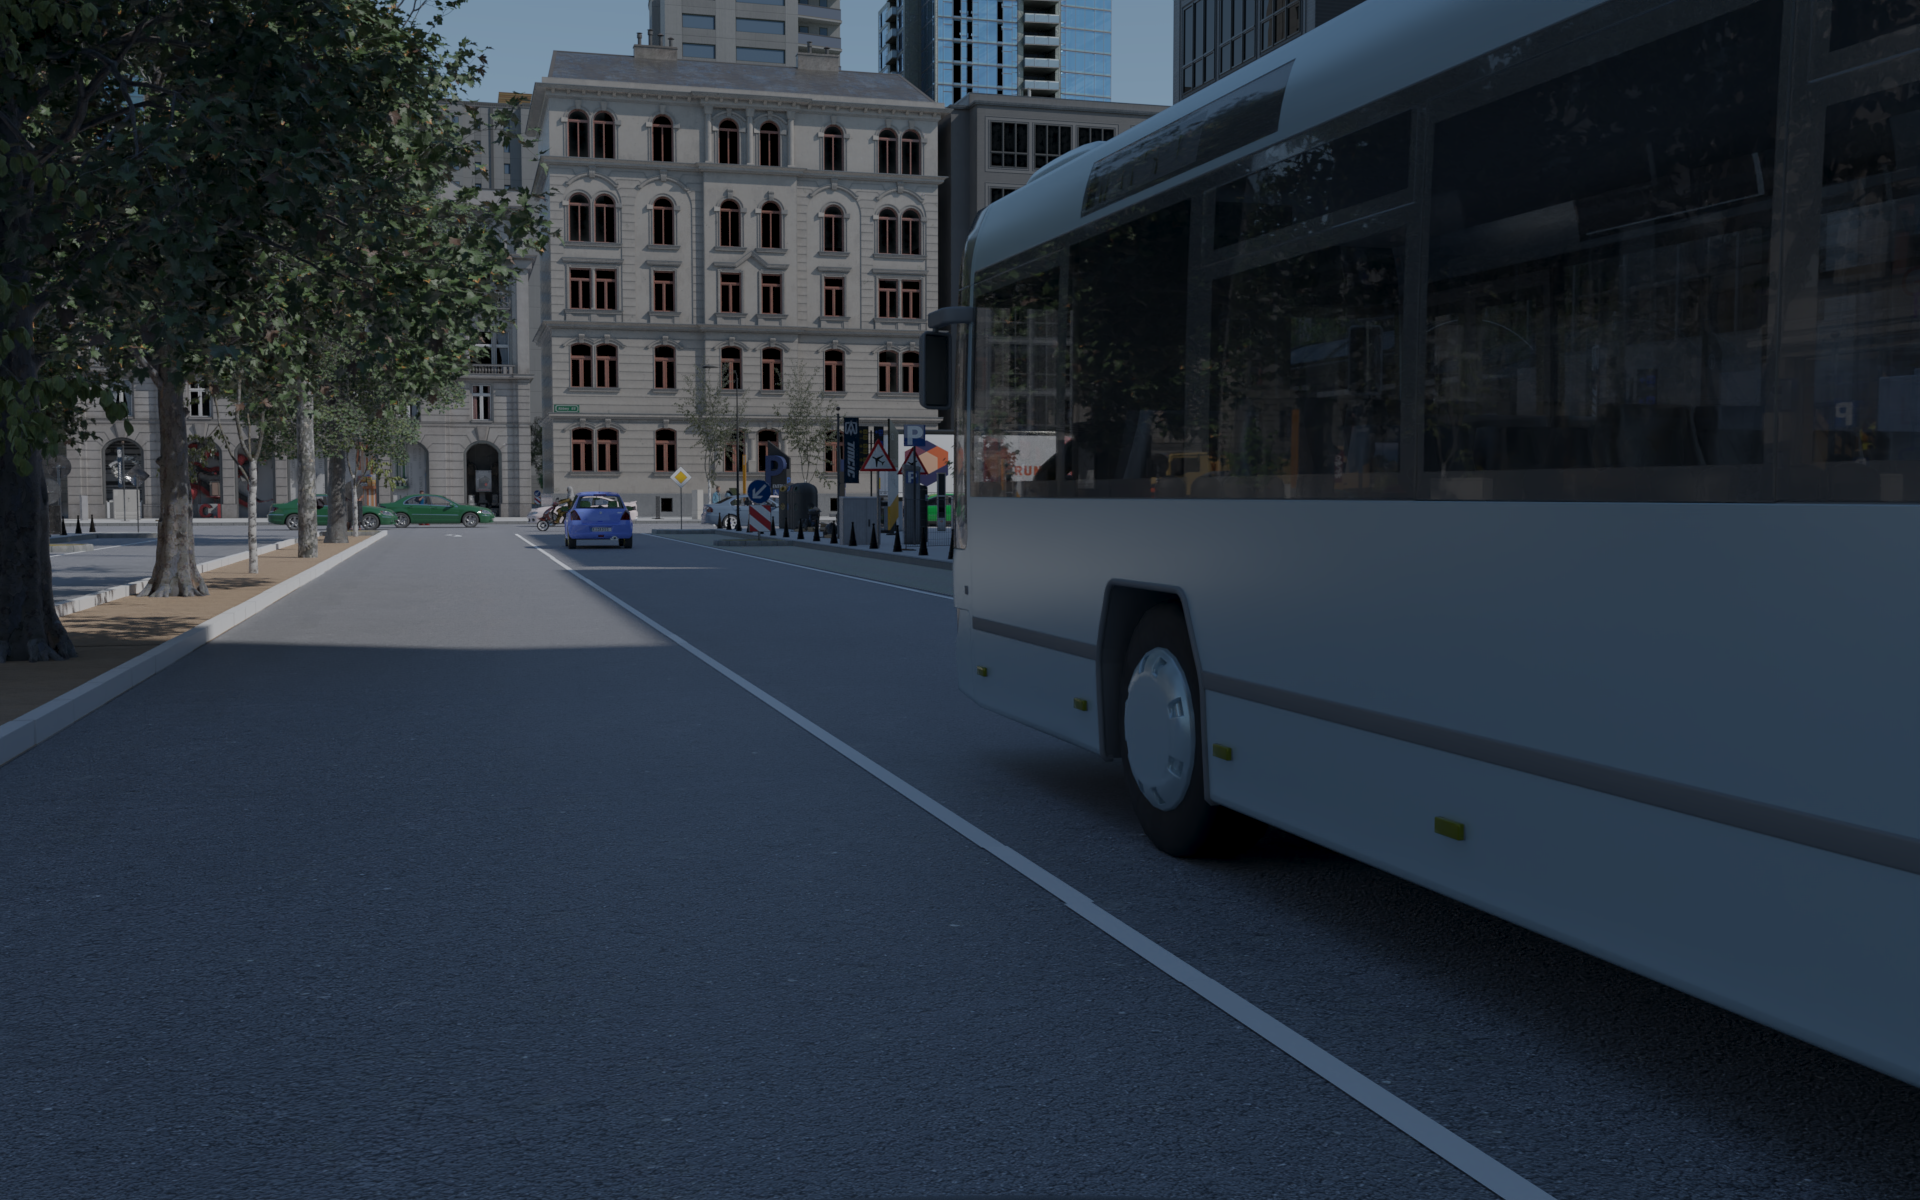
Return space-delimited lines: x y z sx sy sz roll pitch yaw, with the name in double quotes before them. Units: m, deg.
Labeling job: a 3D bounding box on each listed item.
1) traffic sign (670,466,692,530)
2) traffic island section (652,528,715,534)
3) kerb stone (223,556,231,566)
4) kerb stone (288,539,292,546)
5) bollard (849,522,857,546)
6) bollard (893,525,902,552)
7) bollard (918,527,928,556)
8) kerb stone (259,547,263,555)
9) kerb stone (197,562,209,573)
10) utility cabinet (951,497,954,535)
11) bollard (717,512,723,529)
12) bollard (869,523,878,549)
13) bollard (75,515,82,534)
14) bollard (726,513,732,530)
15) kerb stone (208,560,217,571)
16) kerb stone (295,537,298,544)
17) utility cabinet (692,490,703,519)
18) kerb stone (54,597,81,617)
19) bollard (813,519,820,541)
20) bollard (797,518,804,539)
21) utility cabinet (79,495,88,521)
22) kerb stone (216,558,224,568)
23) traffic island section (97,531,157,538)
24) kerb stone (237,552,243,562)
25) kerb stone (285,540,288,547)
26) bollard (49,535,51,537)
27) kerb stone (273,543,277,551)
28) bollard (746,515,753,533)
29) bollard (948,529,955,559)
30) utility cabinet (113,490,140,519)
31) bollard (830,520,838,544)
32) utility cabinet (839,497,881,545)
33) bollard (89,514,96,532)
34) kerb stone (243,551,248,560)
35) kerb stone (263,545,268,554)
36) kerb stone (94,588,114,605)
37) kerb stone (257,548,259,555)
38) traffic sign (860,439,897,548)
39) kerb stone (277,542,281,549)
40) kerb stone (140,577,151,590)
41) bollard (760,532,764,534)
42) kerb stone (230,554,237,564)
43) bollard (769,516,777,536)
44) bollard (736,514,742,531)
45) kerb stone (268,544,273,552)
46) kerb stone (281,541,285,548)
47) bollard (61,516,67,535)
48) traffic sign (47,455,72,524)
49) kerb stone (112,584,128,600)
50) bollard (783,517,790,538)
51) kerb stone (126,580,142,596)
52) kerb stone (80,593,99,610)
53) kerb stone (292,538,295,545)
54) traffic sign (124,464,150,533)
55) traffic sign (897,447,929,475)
"traffic sign" -10.092 -3.609 62.651 0.795 2.450 0.064 -1 4 -16
"traffic island section" -10.072 -2.474 62.735 2.009 0.180 2.903 -1 4 -16
"kerb stone" -14.666 -0.746 34.412 0.120 0.150 1.000 -1 4 -16
"kerb stone" -18.406 -1.526 47.223 0.120 0.150 1.000 -1 4 -16
"bollard" -2.640 -1.627 42.635 0.229 0.601 0.229 0 3 0
"bollard" -1.384 -1.365 38.356 0.229 0.601 0.229 0 3 0
"bollard" -0.766 -1.234 36.217 0.229 0.601 0.229 0 3 0
"kerb stone" -16.400 -1.104 40.324 0.120 0.150 1.000 -1 4 -16
"kerb stone" -13.814 -0.567 31.458 0.120 0.150 1.000 -1 4 -16
"utility cabinet" 0.279 -2.231 47.638 1.020 1.237 0.306 -1 4 -12
"bollard" -8.886 -2.936 64.050 0.229 0.601 0.229 0 3 0
"bollard" -2.019 -1.496 40.502 0.229 0.601 0.229 0 3 0
"bollard" -28.447 -2.437 55.879 0.229 0.601 0.229 0 3 0
"bollard" -8.258 -2.805 61.902 0.229 0.601 0.229 0 3 0
"kerb stone" -14.091 -0.627 32.445 0.120 0.150 1.000 -1 4 -16
"kerb stone" -18.987 -1.651 49.196 0.120 0.150 1.000 -1 4 -16
"utility cabinet" -13.210 -4.797 87.109 0.318 1.500 1.173 0 4 6
"kerb stone" -10.637 0.099 20.569 0.120 0.150 1.000 -1 4 -16
"bollard" -3.886 -1.889 46.930 0.229 0.601 0.229 0 3 0
"bollard" -4.513 -2.020 49.061 0.229 0.601 0.229 0 3 0
"utility cabinet" -42.740 -4.486 84.506 0.306 1.237 1.020 -2 4 -31
"kerb stone" -14.387 -0.684 33.426 0.120 0.150 1.000 -1 4 -16
"traffic island section" -27.395 -2.167 57.705 2.009 0.180 2.903 -1 4 -16
"kerb stone" -15.243 -0.866 36.378 0.120 0.150 1.000 -1 4 -16
"kerb stone" -18.122 -1.470 46.234 0.120 0.150 1.000 -1 4 -16
"bollard" -27.195 -2.174 51.582 0.229 0.601 0.229 0 3 0
"kerb stone" -17.257 -1.289 43.277 0.120 0.150 1.000 -1 4 -16
"bollard" -7.005 -2.543 57.613 0.229 0.601 0.229 0 3 0
"bollard" -0.136 -1.103 34.074 0.229 0.601 0.229 0 3 0
"utility cabinet" -41.928 -4.798 87.131 1.173 1.500 0.318 -2 4 -33
"bollard" -3.257 -1.757 44.770 0.229 0.601 0.229 0 3 0
"utility cabinet" -2.525 -1.996 43.799 1.020 1.237 0.306 -2 4 -25
"bollard" -29.076 -2.568 58.029 0.229 0.601 0.229 0 3 0
"kerb stone" -15.529 -0.924 37.363 0.120 0.150 1.000 -1 4 -16
"kerb stone" -16.677 -1.169 41.311 0.120 0.150 1.000 -1 4 -16
"kerb stone" -11.218 -0.020 22.557 0.120 0.150 1.000 -1 4 -16
"kerb stone" -16.109 -1.048 39.336 0.120 0.150 1.000 -1 4 -16
"traffic sign" -1.934 -2.502 40.916 0.884 2.594 0.081 -1 4 -12
"kerb stone" -17.542 -1.350 44.261 0.120 0.150 1.000 -1 4 -16
"kerb stone" -12.076 -0.202 25.530 0.120 0.150 1.000 -1 4 -16
"bollard" -6.381 -2.412 55.471 0.229 0.601 0.229 0 3 0
"kerb stone" -14.952 -0.805 35.396 0.120 0.150 1.000 -1 4 -16
"bollard" -5.756 -2.281 53.339 0.229 0.601 0.229 0 3 0
"bollard" -7.632 -2.674 59.761 0.229 0.601 0.229 0 3 0
"kerb stone" -16.967 -1.229 42.294 0.120 0.150 1.000 -1 4 -16
"kerb stone" -17.827 -1.409 45.250 0.120 0.150 1.000 -1 4 -16
"bollard" -27.821 -2.305 53.731 0.229 0.601 0.229 0 3 0
"traffic sign" -29.347 -3.445 56.436 0.768 2.556 0.104 0 4 -7
"kerb stone" -11.508 -0.082 23.548 0.120 0.150 1.000 -1 4 -16
"bollard" -5.138 -2.151 51.204 0.229 0.601 0.229 0 3 0
"kerb stone" -11.784 -0.143 24.547 0.120 0.150 1.000 -1 4 -16
"kerb stone" -10.919 0.048 21.564 0.120 0.150 1.000 -1 4 -16
"kerb stone" -18.696 -1.591 48.207 0.120 0.150 1.000 -1 4 -16
"traffic sign" -27.375 -3.303 57.650 0.795 2.450 0.064 -1 4 -16
"traffic sign" -1.302 -2.915 47.672 0.884 2.594 0.081 -1 4 -12
